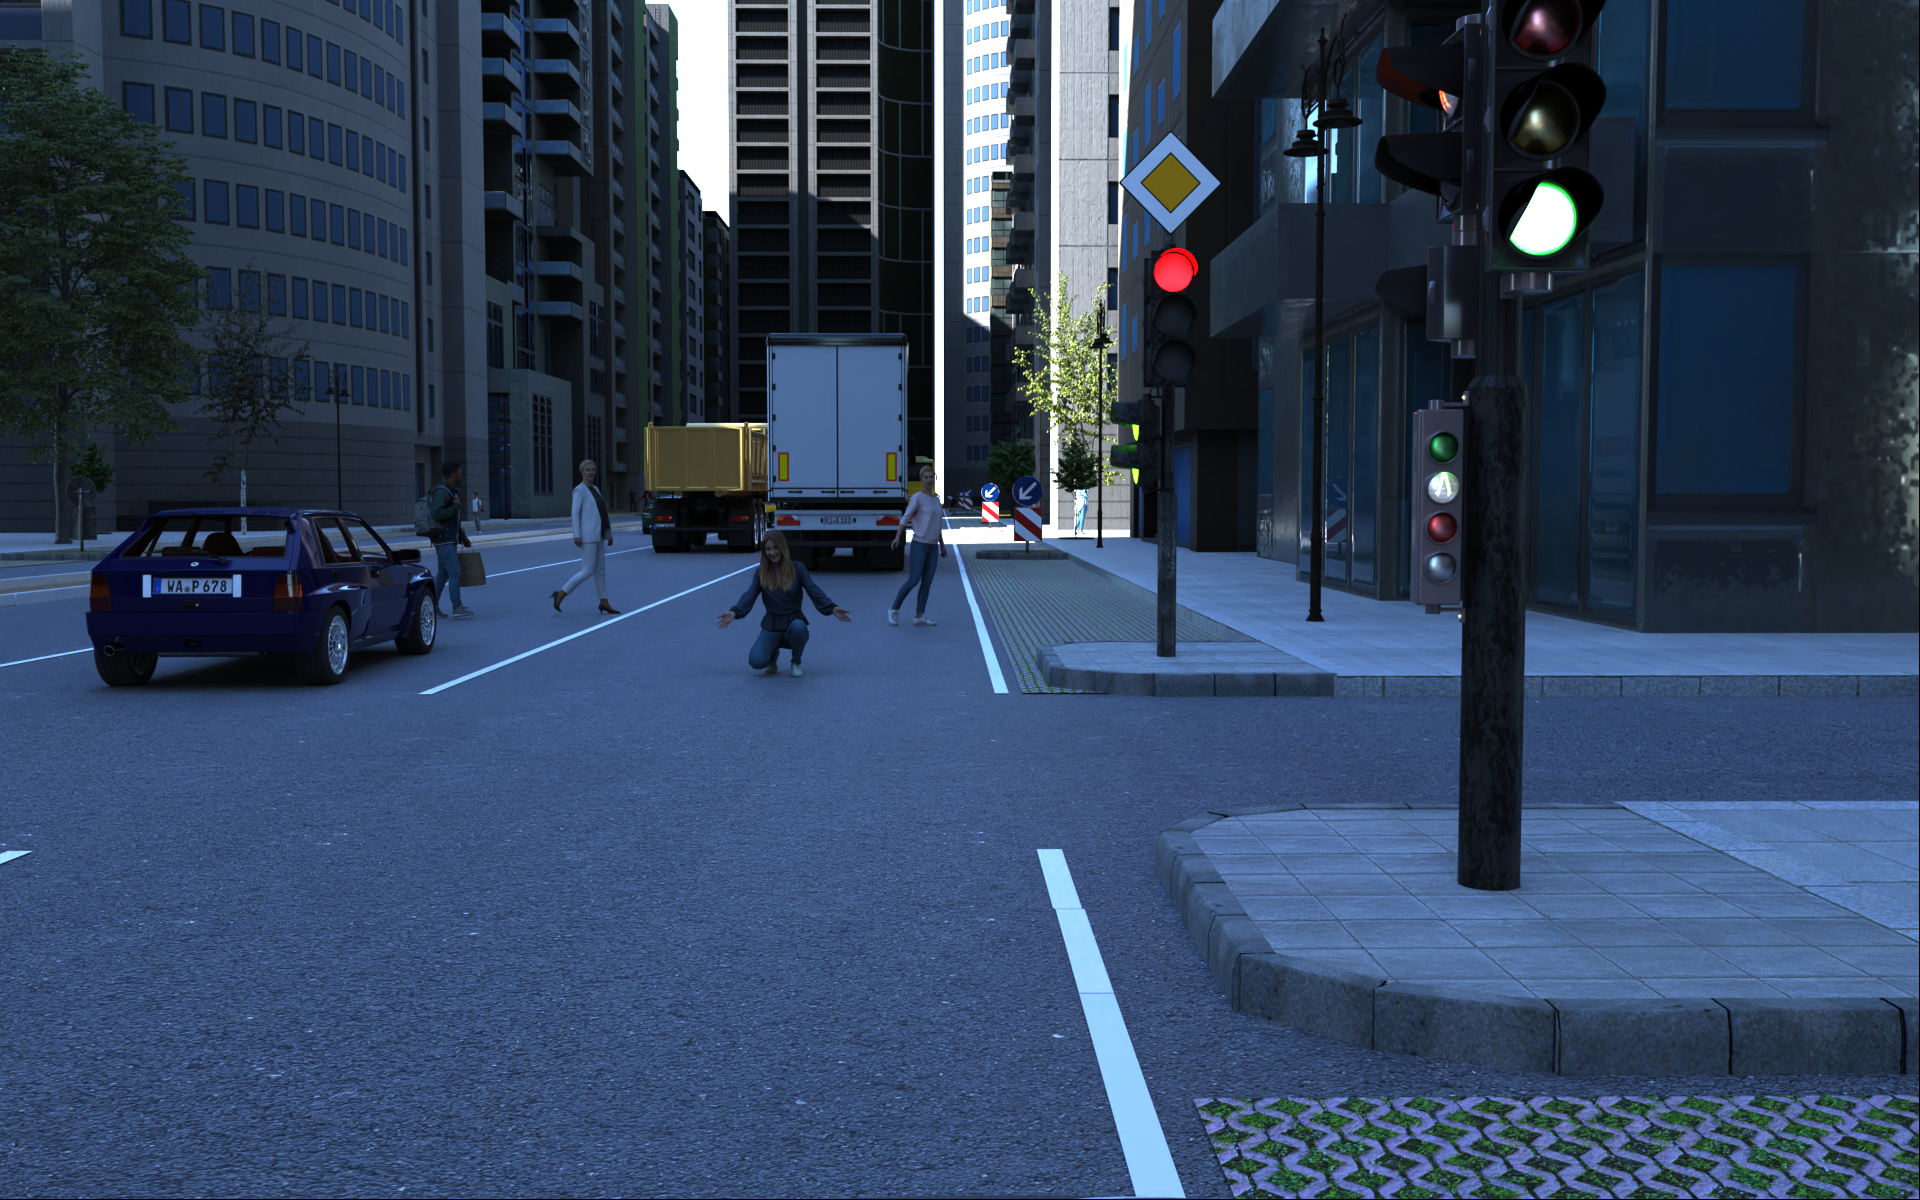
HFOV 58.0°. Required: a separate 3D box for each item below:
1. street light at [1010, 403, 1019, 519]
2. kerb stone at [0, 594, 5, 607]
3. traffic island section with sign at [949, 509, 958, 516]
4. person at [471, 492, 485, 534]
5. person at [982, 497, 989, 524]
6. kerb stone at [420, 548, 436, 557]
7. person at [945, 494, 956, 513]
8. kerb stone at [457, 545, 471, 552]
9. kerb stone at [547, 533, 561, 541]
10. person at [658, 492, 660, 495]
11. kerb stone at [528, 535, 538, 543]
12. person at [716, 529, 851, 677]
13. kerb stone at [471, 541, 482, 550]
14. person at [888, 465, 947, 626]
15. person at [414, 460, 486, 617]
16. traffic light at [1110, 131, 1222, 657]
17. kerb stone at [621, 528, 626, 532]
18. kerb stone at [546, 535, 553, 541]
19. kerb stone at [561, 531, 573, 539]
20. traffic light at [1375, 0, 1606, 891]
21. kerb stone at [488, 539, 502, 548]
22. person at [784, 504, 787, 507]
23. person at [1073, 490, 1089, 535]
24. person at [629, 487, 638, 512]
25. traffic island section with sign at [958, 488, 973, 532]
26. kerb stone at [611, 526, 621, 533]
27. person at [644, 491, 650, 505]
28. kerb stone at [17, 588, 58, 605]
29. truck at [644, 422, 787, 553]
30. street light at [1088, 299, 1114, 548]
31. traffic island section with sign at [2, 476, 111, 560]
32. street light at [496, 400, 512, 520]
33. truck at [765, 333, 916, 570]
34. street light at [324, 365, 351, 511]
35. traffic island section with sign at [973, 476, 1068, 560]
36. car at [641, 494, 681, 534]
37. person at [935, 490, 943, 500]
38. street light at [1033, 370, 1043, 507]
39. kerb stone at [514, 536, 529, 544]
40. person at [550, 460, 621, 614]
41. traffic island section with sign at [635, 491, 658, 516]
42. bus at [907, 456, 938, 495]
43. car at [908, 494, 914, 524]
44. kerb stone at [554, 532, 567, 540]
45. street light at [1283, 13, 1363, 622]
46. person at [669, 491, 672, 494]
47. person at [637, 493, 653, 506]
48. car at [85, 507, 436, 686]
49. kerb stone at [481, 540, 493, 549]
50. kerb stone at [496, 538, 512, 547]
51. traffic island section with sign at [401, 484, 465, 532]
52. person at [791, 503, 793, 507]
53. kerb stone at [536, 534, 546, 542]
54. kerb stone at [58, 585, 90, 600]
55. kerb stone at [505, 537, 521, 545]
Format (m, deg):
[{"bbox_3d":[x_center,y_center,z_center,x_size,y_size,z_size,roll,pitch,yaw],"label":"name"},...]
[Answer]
[{"bbox_3d":[2.782,-7.071,88.402,0.468,5.910,1.993,0,4,-1],"label":"street light"},{"bbox_3d":[-12.206,0.030,21.752,0.120,0.150,1.000,0,4,-1],"label":"kerb stone"},{"bbox_3d":[0.407,-6.533,115.448,1.989,1.847,2.006,0,4,-1],"label":"traffic island section with sign"},{"bbox_3d":[-17.435,-3.149,62.584,0.503,1.515,0.523,0,4,3],"label":"person"},{"bbox_3d":[1.230,-4.593,83.770,0.419,1.800,0.721,-1,4,-11],"label":"person"},{"bbox_3d":[-12.421,-1.101,40.191,0.120,0.150,1.000,0,4,-1],"label":"kerb stone"},{"bbox_3d":[-0.730,-7.321,131.384,0.799,1.438,0.628,-1,4,-12],"label":"person"},{"bbox_3d":[-12.468,-1.289,43.275,0.120,0.150,1.000,0,4,-1],"label":"kerb stone"},{"bbox_3d":[-12.594,-1.913,53.524,0.120,0.150,1.000,0,4,-1],"label":"kerb stone"},{"bbox_3d":[-23.011,-7.578,133.131,0.628,1.438,0.799,0,4,6],"label":"person"},{"bbox_3d":[-12.552,-1.728,50.454,0.120,0.150,1.000,0,4,-1],"label":"kerb stone"},{"bbox_3d":[-1.339,0.022,13.644,1.012,1.151,0.738,0,4,6],"label":"person"},{"bbox_3d":[-12.474,-1.352,44.303,0.120,0.150,1.000,0,4,-1],"label":"kerb stone"},{"bbox_3d":[-0.537,-0.591,18.840,0.598,1.740,0.731,2,4,29],"label":"person"},{"bbox_3d":[-5.851,-0.699,19.914,0.713,1.824,0.794,1,4,10],"label":"person"},{"bbox_3d":[1.614,-1.509,13.587,0.839,4.253,0.868,0,4,-1],"label":"traffic light"},{"bbox_3d":[-12.739,-2.604,64.800,0.120,0.150,1.000,0,4,-1],"label":"kerb stone"},{"bbox_3d":[-12.588,-1.852,52.499,0.120,0.150,1.000,0,4,-1],"label":"kerb stone"},{"bbox_3d":[-12.621,-2.041,55.568,0.120,0.150,1.000,0,4,-1],"label":"kerb stone"},{"bbox_3d":[-0.378,-1.882,5.435,4.771,5.953,1.251,0,4,-1],"label":"traffic light"},{"bbox_3d":[-12.505,-1.478,46.358,0.120,0.150,1.000,0,4,-1],"label":"kerb stone"},{"bbox_3d":[-10.355,-5.733,102.374,0.705,1.807,1.348,1,4,16],"label":"person"},{"bbox_3d":[3.808,-2.946,54.477,0.793,1.790,0.793,3,5,44],"label":"person"},{"bbox_3d":[-23.157,-7.132,123.107,0.568,1.767,0.683,2,4,27],"label":"person"},{"bbox_3d":[1.015,-3.473,65.405,1.989,1.847,2.006,0,4,-1],"label":"traffic island section with sign"},{"bbox_3d":[-12.718,-2.541,63.767,0.120,0.150,1.000,0,4,-1],"label":"kerb stone"},{"bbox_3d":[-17.473,-5.381,97.203,0.721,1.735,1.217,-1,4,-16],"label":"person"},{"bbox_3d":[-12.208,-0.036,22.779,0.120,0.150,1.000,0,4,-1],"label":"kerb stone"},{"bbox_3d":[-6.224,-3.063,46.001,3.469,3.379,9.791,0,4,0],"label":"truck"},{"bbox_3d":[3.343,-4.187,41.251,0.468,5.910,1.993,0,4,-1],"label":"street light"},{"bbox_3d":[-19.558,-1.800,38.051,1.989,1.847,2.006,0,4,-1],"label":"traffic island section with sign"},{"bbox_3d":[-22.457,-6.896,85.533,0.468,5.910,1.993,0,4,-1],"label":"street light"},{"bbox_3d":[-2.311,-2.870,35.834,2.839,4.237,11.283,0,4,-2],"label":"truck"},{"bbox_3d":[-22.200,-5.450,61.898,0.468,5.910,1.993,0,4,-1],"label":"street light"},{"bbox_3d":[1.358,-1.824,38.452,1.989,1.847,2.006,0,4,-1],"label":"traffic island section with sign"},{"bbox_3d":[-10.438,-3.165,63.550,2.131,1.459,4.920,0,4,1],"label":"car"},{"bbox_3d":[-2.153,-8.590,148.974,1.348,1.821,0.705,0,4,-3],"label":"person"},{"bbox_3d":[2.985,-5.624,64.736,0.468,5.910,1.993,0,4,-1],"label":"street light"},{"bbox_3d":[-12.545,-1.666,49.429,0.120,0.150,1.000,0,4,-1],"label":"kerb stone"},{"bbox_3d":[-4.474,-0.751,20.650,0.818,1.842,0.514,0,4,-5],"label":"person"},{"bbox_3d":[-20.522,-6.543,115.609,1.989,1.847,2.006,0,4,-1],"label":"traffic island section with sign"},{"bbox_3d":[-2.864,-7.352,111.749,2.896,3.916,12.252,0,4,-1],"label":"bus"},{"bbox_3d":[-2.102,-3.961,74.980,2.015,1.641,3.980,0,4,0],"label":"car"},{"bbox_3d":[-12.611,-1.979,54.546,0.120,0.150,1.000,0,4,-1],"label":"kerb stone"},{"bbox_3d":[3.588,-2.724,17.318,0.468,5.910,1.993,0,4,-1],"label":"street light"},{"bbox_3d":[-20.636,-6.961,122.756,0.568,1.767,0.683,2,4,34],"label":"person"},{"bbox_3d":[-18.446,-5.725,102.042,1.348,1.831,0.705,2,4,33],"label":"person"},{"bbox_3d":[-5.572,-0.105,14.295,1.945,1.354,3.894,0,4,-2],"label":"car"},{"bbox_3d":[-12.487,-1.415,45.325,0.120,0.150,1.000,0,4,-1],"label":"kerb stone"},{"bbox_3d":[-12.519,-1.541,47.385,0.120,0.150,1.000,0,4,-1],"label":"kerb stone"},{"bbox_3d":[-19.904,-3.485,65.601,1.989,1.847,2.006,0,4,-1],"label":"traffic island section with sign"},{"bbox_3d":[-14.642,-8.774,151.917,1.348,1.831,0.705,-3,5,-44],"label":"person"},{"bbox_3d":[-12.566,-1.791,51.476,0.120,0.150,1.000,0,4,-1],"label":"kerb stone"},{"bbox_3d":[-12.224,-0.098,23.802,0.120,0.150,1.000,0,4,-1],"label":"kerb stone"},{"bbox_3d":[-12.536,-1.603,48.407,0.120,0.150,1.000,0,4,-1],"label":"kerb stone"}]
